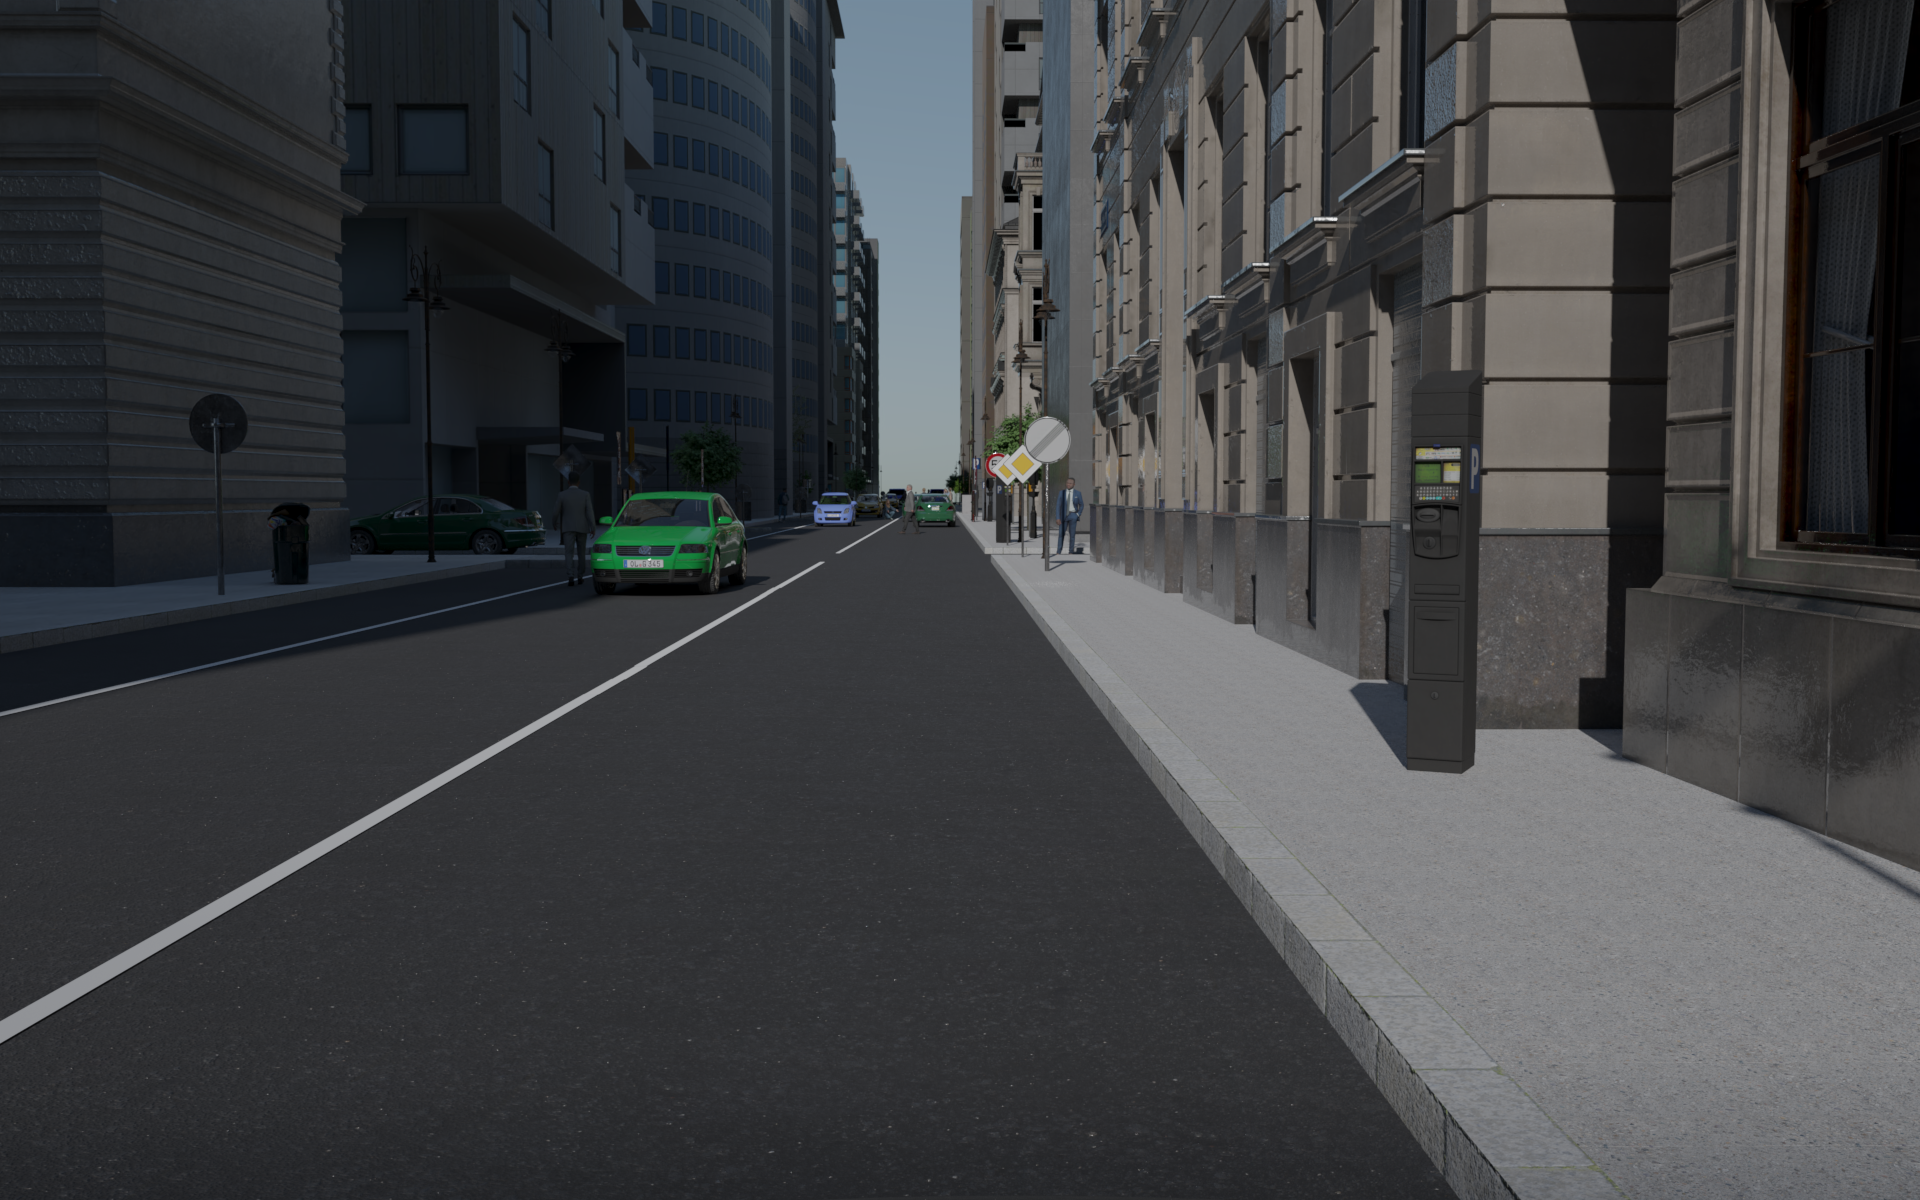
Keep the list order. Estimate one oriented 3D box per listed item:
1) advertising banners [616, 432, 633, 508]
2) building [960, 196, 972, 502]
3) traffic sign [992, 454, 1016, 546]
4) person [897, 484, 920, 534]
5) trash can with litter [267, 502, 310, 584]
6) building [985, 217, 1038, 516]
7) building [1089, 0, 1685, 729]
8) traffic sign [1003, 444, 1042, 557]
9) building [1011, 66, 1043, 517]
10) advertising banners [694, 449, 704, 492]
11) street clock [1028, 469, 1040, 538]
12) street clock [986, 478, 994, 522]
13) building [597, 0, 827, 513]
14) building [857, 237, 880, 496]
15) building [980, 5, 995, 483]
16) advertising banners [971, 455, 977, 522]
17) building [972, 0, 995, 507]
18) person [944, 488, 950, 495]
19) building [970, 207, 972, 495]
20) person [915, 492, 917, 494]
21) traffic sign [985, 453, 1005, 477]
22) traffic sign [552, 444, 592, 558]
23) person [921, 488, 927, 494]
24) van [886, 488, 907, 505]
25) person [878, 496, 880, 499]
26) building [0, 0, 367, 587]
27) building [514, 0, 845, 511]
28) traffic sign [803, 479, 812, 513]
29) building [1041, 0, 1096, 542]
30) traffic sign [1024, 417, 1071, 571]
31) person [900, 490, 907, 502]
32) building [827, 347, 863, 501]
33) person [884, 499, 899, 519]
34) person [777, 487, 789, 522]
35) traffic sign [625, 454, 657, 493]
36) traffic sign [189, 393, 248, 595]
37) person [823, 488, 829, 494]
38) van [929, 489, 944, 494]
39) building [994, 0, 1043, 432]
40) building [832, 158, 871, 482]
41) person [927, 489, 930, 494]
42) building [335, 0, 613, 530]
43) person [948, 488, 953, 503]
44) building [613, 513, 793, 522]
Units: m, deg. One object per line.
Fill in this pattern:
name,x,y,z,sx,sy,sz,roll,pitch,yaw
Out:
advertising banners,-9.605,-3.265,49.577,0.090,3.025,2.074,0,4,1
building,10.778,-39.310,266.426,21.300,48.544,21.600,0,4,-1
traffic sign,1.179,-2.409,43.036,0.795,2.450,0.064,0,4,-1
person,-1.849,-3.240,61.864,0.834,1.777,0.661,0,4,-7
trash can with litter,-9.673,-0.820,24.791,0.624,1.170,1.055,-2,4,-33
building,7.072,-14.893,108.125,10.561,19.102,19.286,0,4,-1
building,8.288,-13.669,20.755,12.463,27.353,25.104,0,4,-1
traffic sign,1.267,-1.921,35.051,0.795,2.450,0.064,0,4,-1
building,9.708,-16.013,80.889,14.460,24.649,34.723,0,4,-1
advertising banners,-10.079,-4.329,66.960,0.090,3.025,2.074,0,4,2
street clock,2.136,-2.793,50.239,0.358,2.002,0.471,1,4,10
street clock,1.377,-4.611,79.966,0.358,2.002,0.471,-1,4,-20
building,-22.694,-36.924,145.703,21.231,58.520,28.212,0,4,-1
building,-19.834,-35.817,269.209,14.154,41.232,14.086,0,4,-1
building,9.091,-31.039,157.593,14.600,45.320,14.200,0,4,-1
advertising banners,0.632,-5.083,79.296,0.090,3.025,2.074,0,4,-5
building,11.759,-38.923,178.387,21.231,58.520,28.212,0,4,-1
person,-0.771,-6.174,109.703,0.793,1.790,0.793,-3,5,-42
building,8.498,-34.550,248.486,14.154,41.232,14.086,0,4,-1
person,-5.528,-12.810,218.647,1.217,1.736,0.721,-1,4,-20
traffic sign,1.170,-3.268,53.542,0.768,2.556,0.104,0,4,1
traffic sign,-7.827,-1.916,34.973,0.795,2.450,0.064,0,4,-1
person,-1.929,-5.259,94.903,0.576,1.772,0.534,-2,4,-28
van,-6.501,-10.759,180.300,2.240,2.365,5.245,0,4,1
person,-9.942,-12.078,209.161,0.799,1.438,0.628,2,4,29
building,-20.930,-12.166,27.799,19.941,23.489,11.050,0,4,-1
building,-26.469,-35.769,174.065,28.713,52.752,27.495,0,4,-1
traffic sign,-10.400,-7.107,118.321,0.606,2.300,0.079,1,4,8
building,17.721,-14.166,50.683,30.058,24.678,14.314,0,4,-1
traffic sign,1.448,-1.749,28.704,0.768,2.556,0.104,0,4,5
person,-4.792,-8.665,150.733,0.990,1.755,0.434,-1,4,-23
building,-26.651,-22.804,217.882,27.650,21.520,28.899,0,4,-1
person,-3.918,-5.128,97.836,1.012,1.151,0.738,-3,5,-43
person,-9.014,-4.865,88.395,0.623,1.781,0.721,0,4,-4
traffic sign,-7.914,-2.405,42.957,0.795,2.450,0.064,0,4,-1
traffic sign,-9.386,-1.335,21.930,0.768,2.556,0.104,0,4,4
person,-7.878,-5.740,102.440,0.391,1.810,0.635,-3,5,-41
van,-2.775,-12.292,205.353,2.240,2.365,5.245,0,4,-2
building,16.491,-33.458,136.273,28.713,52.752,27.495,0,4,-1
building,-25.008,-38.353,246.683,23.786,49.044,30.456,0,4,-1
person,-2.496,-7.984,139.017,1.348,1.826,0.705,3,5,40
building,-25.163,-28.526,55.636,28.713,52.752,27.495,0,4,-1
person,-0.565,-5.262,94.870,0.374,1.781,0.599,1,4,11
building,-20.677,-33.596,91.297,21.231,58.520,28.212,0,4,-1
